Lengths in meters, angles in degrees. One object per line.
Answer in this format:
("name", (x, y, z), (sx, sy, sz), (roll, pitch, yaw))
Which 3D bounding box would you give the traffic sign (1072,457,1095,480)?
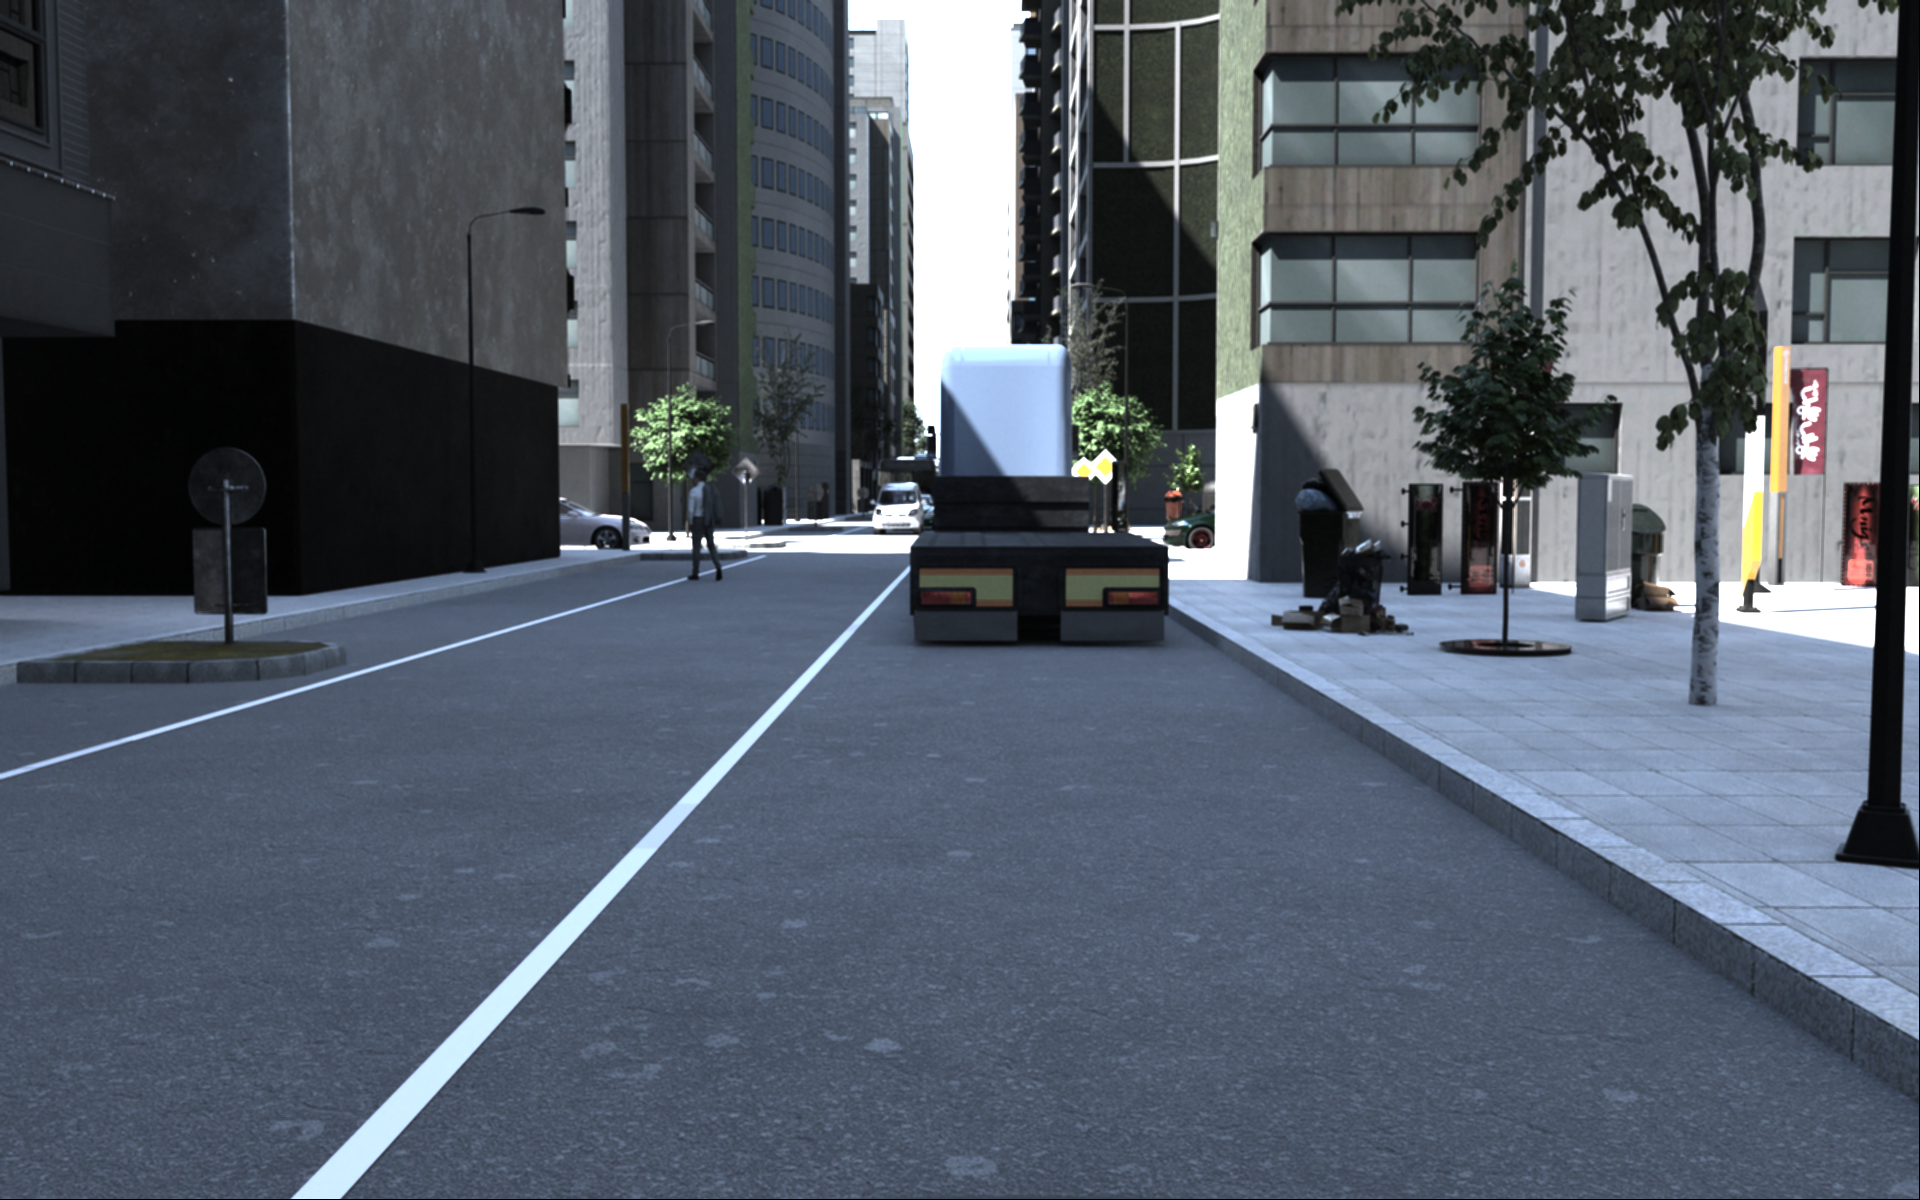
("traffic sign", (3.324, -2.626, 46.577), (0.795, 2.450, 0.064), (0, 4, 1))

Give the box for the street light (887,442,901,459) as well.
("street light", (-5.984, -11.198, 155.635), (1.470, 5.913, 1.316), (0, 4, 1))

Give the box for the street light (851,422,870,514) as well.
("street light", (-6.478, -8.517, 111.793), (1.470, 5.913, 1.316), (0, 4, 1))

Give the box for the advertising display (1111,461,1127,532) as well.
("advertising display", (3.099, -1.745, 33.740), (0.123, 1.923, 0.974), (1, 4, 15))

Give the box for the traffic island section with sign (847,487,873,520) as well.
("traffic island section with sign", (-5.266, -5.300, 95.282), (1.989, 1.847, 2.006), (0, 4, 1))

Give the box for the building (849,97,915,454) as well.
("building", (-16.676, -36.201, 215.586), (21.300, 48.544, 21.600), (0, 4, 1))

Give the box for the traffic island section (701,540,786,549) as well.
("traffic island section", (-5.793, -1.497, 46.761), (2.009, 0.180, 2.903), (0, 4, 1))

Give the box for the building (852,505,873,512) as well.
("building", (-17.179, -42.361, 130.858), (20.563, 71.187, 20.611), (0, 4, 1))

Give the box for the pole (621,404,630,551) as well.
("pole", (-7.592, -2.782, 39.322), (0.158, 3.312, 0.155), (0, 3, 0))

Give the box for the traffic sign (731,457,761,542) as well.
("traffic sign", (-5.769, -2.633, 46.699), (0.795, 2.450, 0.064), (0, 4, 1))

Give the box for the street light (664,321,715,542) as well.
("street light", (-7.258, -4.529, 46.585), (1.470, 5.913, 1.316), (0, 4, 1))

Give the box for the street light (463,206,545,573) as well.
("street light", (-7.393, -3.400, 28.131), (1.470, 5.913, 1.316), (0, 4, 1))

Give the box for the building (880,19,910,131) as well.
("building", (-15.855, -50.664, 266.608), (20.563, 71.187, 20.611), (0, 4, 1))

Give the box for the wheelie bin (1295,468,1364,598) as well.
("wheelie bin", (4.570, -0.832, 21.518), (0.693, 1.594, 0.980), (2, 4, 32))

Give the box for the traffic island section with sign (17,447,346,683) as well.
("traffic island section with sign", (-6.161, -0.333, 14.069), (1.989, 1.847, 2.006), (0, 4, 1))

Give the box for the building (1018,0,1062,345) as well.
("building", (15.887, -29.629, 139.058), (22.147, 44.769, 28.867), (0, 4, 1))

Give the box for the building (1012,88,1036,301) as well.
("building", (12.791, -33.025, 190.067), (14.600, 45.320, 14.200), (0, 4, 1))

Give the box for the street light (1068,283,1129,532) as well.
("street light", (3.141, -4.022, 38.299), (1.470, 5.913, 1.316), (0, 4, 1))

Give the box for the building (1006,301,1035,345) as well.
("building", (18.585, -19.828, 169.219), (27.650, 21.520, 28.899), (0, 4, 1))

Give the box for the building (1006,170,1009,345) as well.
("building", (17.317, -37.992, 244.877), (21.300, 48.544, 21.600), (0, 4, 1))

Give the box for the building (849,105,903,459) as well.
("building", (-13.176, -30.232, 177.891), (14.154, 41.232, 14.086), (0, 4, 1))

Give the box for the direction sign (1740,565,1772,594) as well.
("direction sign", (10.347, -1.860, 22.405), (0.379, 3.537, 0.876), (2, 4, 26))

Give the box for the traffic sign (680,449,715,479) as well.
("traffic sign", (-5.858, -2.145, 38.714), (0.795, 2.450, 0.064), (0, 4, 1))

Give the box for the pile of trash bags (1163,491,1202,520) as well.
("pile of trash bags", (7.877, -2.796, 55.464), (3.447, 1.369, 1.912), (-3, 4, -37))

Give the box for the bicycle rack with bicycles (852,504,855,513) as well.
("bicycle rack with bicycles", (-8.034, -6.207, 114.867), (2.852, 0.926, 2.925), (3, 5, 43))

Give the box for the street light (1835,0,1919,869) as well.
("street light", (2.707, -2.042, 5.931), (1.470, 5.913, 1.316), (0, 4, 1))

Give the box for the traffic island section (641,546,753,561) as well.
("traffic island section", (-5.882, -1.009, 38.776), (2.009, 0.180, 2.903), (0, 4, 1))

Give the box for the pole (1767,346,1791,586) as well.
("pole", (11.389, -1.849, 24.075), (0.158, 3.312, 0.155), (0, 3, 0))

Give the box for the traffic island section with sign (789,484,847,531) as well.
("traffic island section with sign", (-5.570, -3.588, 67.284), (1.989, 1.847, 2.006), (0, 4, 1))

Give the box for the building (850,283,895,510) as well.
("building", (-20.408, -19.088, 157.120), (27.650, 21.520, 28.899), (0, 4, 1))

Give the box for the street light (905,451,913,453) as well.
("street light", (-5.708, -13.178, 188.005), (1.470, 5.913, 1.316), (0, 4, 1))

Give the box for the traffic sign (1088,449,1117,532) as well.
("traffic sign", (3.235, -2.138, 38.592), (0.795, 2.450, 0.064), (0, 4, 1))

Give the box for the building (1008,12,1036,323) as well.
("building", (16.641, -41.425, 219.297), (21.231, 58.520, 28.212), (0, 4, 1))

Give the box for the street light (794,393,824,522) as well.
("street light", (-6.917, -6.533, 79.362), (1.470, 5.913, 1.316), (0, 4, 1))
